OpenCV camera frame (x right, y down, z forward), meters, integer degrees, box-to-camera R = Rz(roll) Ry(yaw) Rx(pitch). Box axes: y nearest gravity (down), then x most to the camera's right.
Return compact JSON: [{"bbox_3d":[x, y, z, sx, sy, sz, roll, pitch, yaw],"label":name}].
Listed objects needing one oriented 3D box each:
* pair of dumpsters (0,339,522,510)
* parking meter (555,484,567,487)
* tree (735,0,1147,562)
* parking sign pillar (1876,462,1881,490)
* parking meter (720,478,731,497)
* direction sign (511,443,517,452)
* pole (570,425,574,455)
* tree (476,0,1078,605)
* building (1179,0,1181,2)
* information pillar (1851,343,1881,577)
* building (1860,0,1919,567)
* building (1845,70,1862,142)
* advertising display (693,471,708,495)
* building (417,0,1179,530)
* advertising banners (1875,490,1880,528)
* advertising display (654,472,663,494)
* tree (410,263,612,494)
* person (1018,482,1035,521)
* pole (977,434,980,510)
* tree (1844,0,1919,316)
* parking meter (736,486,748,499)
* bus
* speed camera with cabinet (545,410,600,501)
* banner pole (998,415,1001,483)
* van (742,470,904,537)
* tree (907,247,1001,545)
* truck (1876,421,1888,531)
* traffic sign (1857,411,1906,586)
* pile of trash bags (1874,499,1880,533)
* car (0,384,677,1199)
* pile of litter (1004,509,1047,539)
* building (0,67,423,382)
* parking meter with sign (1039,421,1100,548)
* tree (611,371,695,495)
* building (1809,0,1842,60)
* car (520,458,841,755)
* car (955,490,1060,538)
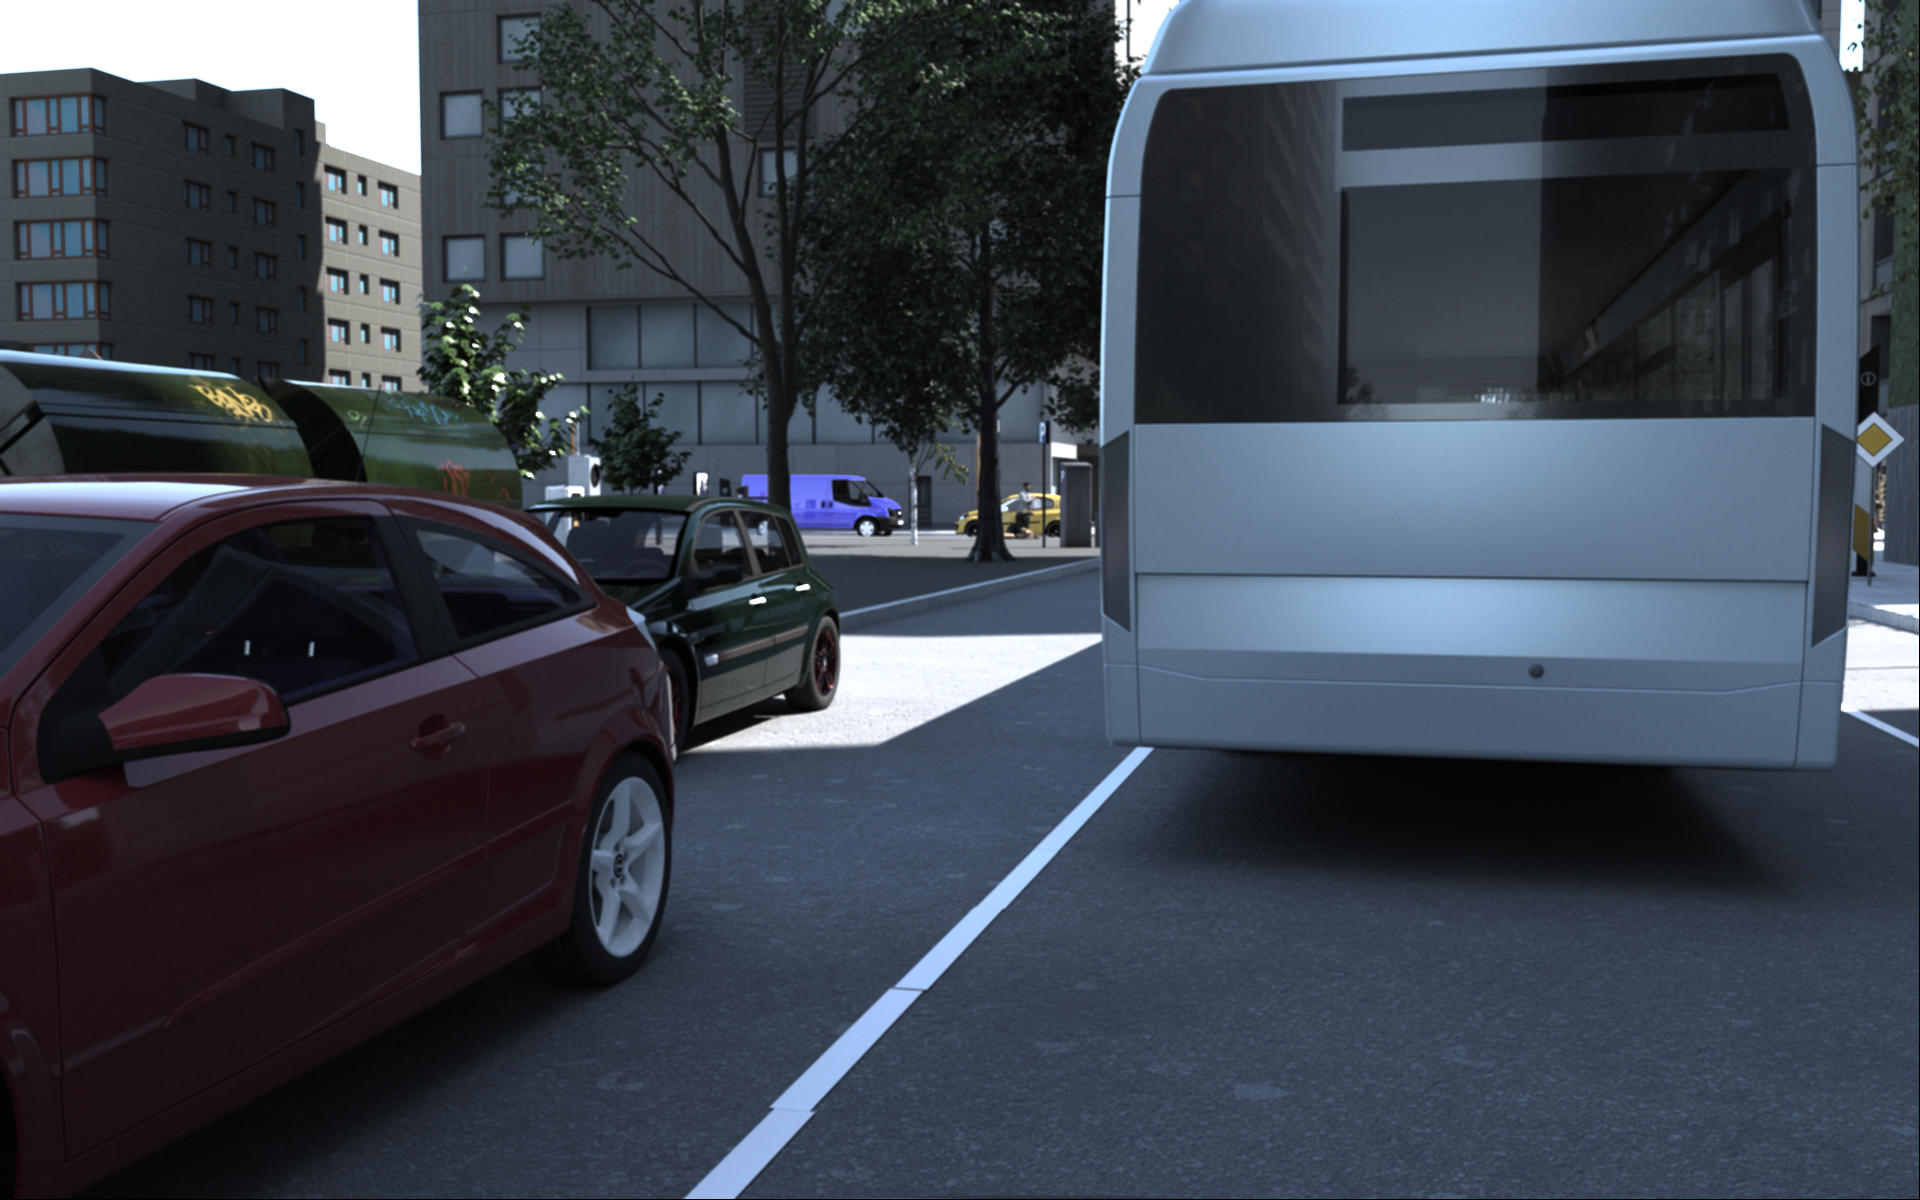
[{"bbox_3d":[-4.311,-0.471,10.200,1.574,2.255,4.437,1,4,14],"label":"pair of dumpsters"},{"bbox_3d":[-10.058,-2.148,43.539,0.372,1.533,0.369,0,3,0],"label":"parking meter"},{"bbox_3d":[0.461,-7.093,32.978,9.611,12.733,9.660,0,3,0],"label":"tree"},{"bbox_3d":[48.478,-6.355,92.370,1.447,3.967,1.447,1,4,20],"label":"parking sign pillar"},{"bbox_3d":[-8.455,-3.469,62.430,0.399,1.863,0.255,-1,4,-12],"label":"parking meter"},{"bbox_3d":[-16.196,-4.263,61.692,0.876,3.537,0.379,-1,4,-19],"label":"direction sign"},{"bbox_3d":[-10.887,-3.367,48.893,0.158,3.312,0.155,0,3,0],"label":"pole"},{"bbox_3d":[-2.132,-5.761,19.946,9.928,11.665,9.643,0,3,0],"label":"tree"},{"bbox_3d":[9.228,-28.038,113.047,22.147,44.769,28.867,1,4,14],"label":"building"},{"bbox_3d":[14.035,-2.179,26.988,0.504,3.616,0.183,2,4,32],"label":"information pillar"},{"bbox_3d":[24.726,-21.281,31.542,14.154,41.232,14.086,1,4,14],"label":"building"},{"bbox_3d":[91.796,-32.428,180.311,14.200,45.320,14.600,1,4,14],"label":"building"},{"bbox_3d":[-7.453,-2.727,49.798,0.123,1.923,0.974,1,4,11],"label":"advertising display"},{"bbox_3d":[-4.537,-29.696,74.763,28.713,52.752,27.495,1,4,14],"label":"building"},{"bbox_3d":[34.812,-4.255,65.764,0.090,3.025,2.074,-3,5,-42],"label":"advertising banners"},{"bbox_3d":[-7.650,-2.371,43.986,0.123,1.923,0.974,0,4,-2],"label":"advertising display"},{"bbox_3d":[-4.187,-1.216,14.477,1.663,3.219,1.824,0,3,0],"label":"tree"},{"bbox_3d":[2.032,-2.664,52.234,0.466,1.800,0.511,1,4,22],"label":"person"},{"bbox_3d":[0.673,-3.985,59.005,0.158,3.312,0.155,0,3,0],"label":"pole"},{"bbox_3d":[12.239,-4.280,20.334,4.737,8.622,4.395,0,3,0],"label":"tree"},{"bbox_3d":[-6.579,-2.686,52.321,0.372,1.533,0.369,0,3,0],"label":"parking meter"},{"bbox_3d":[3.444,-1.078,12.481,2.948,3.499,13.247,1,4,15],"label":"bus"},{"bbox_3d":[-9.000,-2.813,40.336,0.660,3.252,2.038,1,4,9],"label":"speed camera with cabinet"},{"bbox_3d":[0.861,-3.544,47.956,0.401,3.779,0.863,3,5,42],"label":"banner pole"},{"bbox_3d":[-4.432,-3.157,55.996,5.245,2.365,2.240,1,4,14],"label":"van"},{"bbox_3d":[-0.967,-5.661,42.924,4.737,8.622,4.395,0,3,0],"label":"tree"},{"bbox_3d":[30.473,-3.543,46.834,11.283,4.237,2.839,1,4,12],"label":"truck"},{"bbox_3d":[12.726,-1.406,24.179,0.795,2.450,0.064,1,4,23],"label":"traffic sign"},{"bbox_3d":[29.633,-2.928,57.631,3.447,1.369,1.912,-3,5,-44],"label":"pile of trash bags"},{"bbox_3d":[-2.161,0.316,3.877,2.155,1.783,4.494,1,4,14],"label":"car"},{"bbox_3d":[1.701,-2.191,49.793,1.176,0.858,1.719,-3,5,-39],"label":"pile of litter"},{"bbox_3d":[-45.766,-14.815,87.272,28.899,21.520,27.650,1,4,14],"label":"building"},{"bbox_3d":[2.799,-2.769,41.529,1.738,3.016,0.543,-1,4,-16],"label":"parking meter with sign"},{"bbox_3d":[-5.199,-2.002,27.337,1.663,3.219,1.824,0,3,0],"label":"tree"},{"bbox_3d":[53.574,-42.440,132.139,20.563,71.187,20.611,1,4,14],"label":"building"},{"bbox_3d":[-2.039,-0.035,10.360,2.009,1.686,4.222,1,4,14],"label":"car"},{"bbox_3d":[1.820,-2.708,54.493,3.980,1.641,2.015,1,4,14],"label":"car"}]
